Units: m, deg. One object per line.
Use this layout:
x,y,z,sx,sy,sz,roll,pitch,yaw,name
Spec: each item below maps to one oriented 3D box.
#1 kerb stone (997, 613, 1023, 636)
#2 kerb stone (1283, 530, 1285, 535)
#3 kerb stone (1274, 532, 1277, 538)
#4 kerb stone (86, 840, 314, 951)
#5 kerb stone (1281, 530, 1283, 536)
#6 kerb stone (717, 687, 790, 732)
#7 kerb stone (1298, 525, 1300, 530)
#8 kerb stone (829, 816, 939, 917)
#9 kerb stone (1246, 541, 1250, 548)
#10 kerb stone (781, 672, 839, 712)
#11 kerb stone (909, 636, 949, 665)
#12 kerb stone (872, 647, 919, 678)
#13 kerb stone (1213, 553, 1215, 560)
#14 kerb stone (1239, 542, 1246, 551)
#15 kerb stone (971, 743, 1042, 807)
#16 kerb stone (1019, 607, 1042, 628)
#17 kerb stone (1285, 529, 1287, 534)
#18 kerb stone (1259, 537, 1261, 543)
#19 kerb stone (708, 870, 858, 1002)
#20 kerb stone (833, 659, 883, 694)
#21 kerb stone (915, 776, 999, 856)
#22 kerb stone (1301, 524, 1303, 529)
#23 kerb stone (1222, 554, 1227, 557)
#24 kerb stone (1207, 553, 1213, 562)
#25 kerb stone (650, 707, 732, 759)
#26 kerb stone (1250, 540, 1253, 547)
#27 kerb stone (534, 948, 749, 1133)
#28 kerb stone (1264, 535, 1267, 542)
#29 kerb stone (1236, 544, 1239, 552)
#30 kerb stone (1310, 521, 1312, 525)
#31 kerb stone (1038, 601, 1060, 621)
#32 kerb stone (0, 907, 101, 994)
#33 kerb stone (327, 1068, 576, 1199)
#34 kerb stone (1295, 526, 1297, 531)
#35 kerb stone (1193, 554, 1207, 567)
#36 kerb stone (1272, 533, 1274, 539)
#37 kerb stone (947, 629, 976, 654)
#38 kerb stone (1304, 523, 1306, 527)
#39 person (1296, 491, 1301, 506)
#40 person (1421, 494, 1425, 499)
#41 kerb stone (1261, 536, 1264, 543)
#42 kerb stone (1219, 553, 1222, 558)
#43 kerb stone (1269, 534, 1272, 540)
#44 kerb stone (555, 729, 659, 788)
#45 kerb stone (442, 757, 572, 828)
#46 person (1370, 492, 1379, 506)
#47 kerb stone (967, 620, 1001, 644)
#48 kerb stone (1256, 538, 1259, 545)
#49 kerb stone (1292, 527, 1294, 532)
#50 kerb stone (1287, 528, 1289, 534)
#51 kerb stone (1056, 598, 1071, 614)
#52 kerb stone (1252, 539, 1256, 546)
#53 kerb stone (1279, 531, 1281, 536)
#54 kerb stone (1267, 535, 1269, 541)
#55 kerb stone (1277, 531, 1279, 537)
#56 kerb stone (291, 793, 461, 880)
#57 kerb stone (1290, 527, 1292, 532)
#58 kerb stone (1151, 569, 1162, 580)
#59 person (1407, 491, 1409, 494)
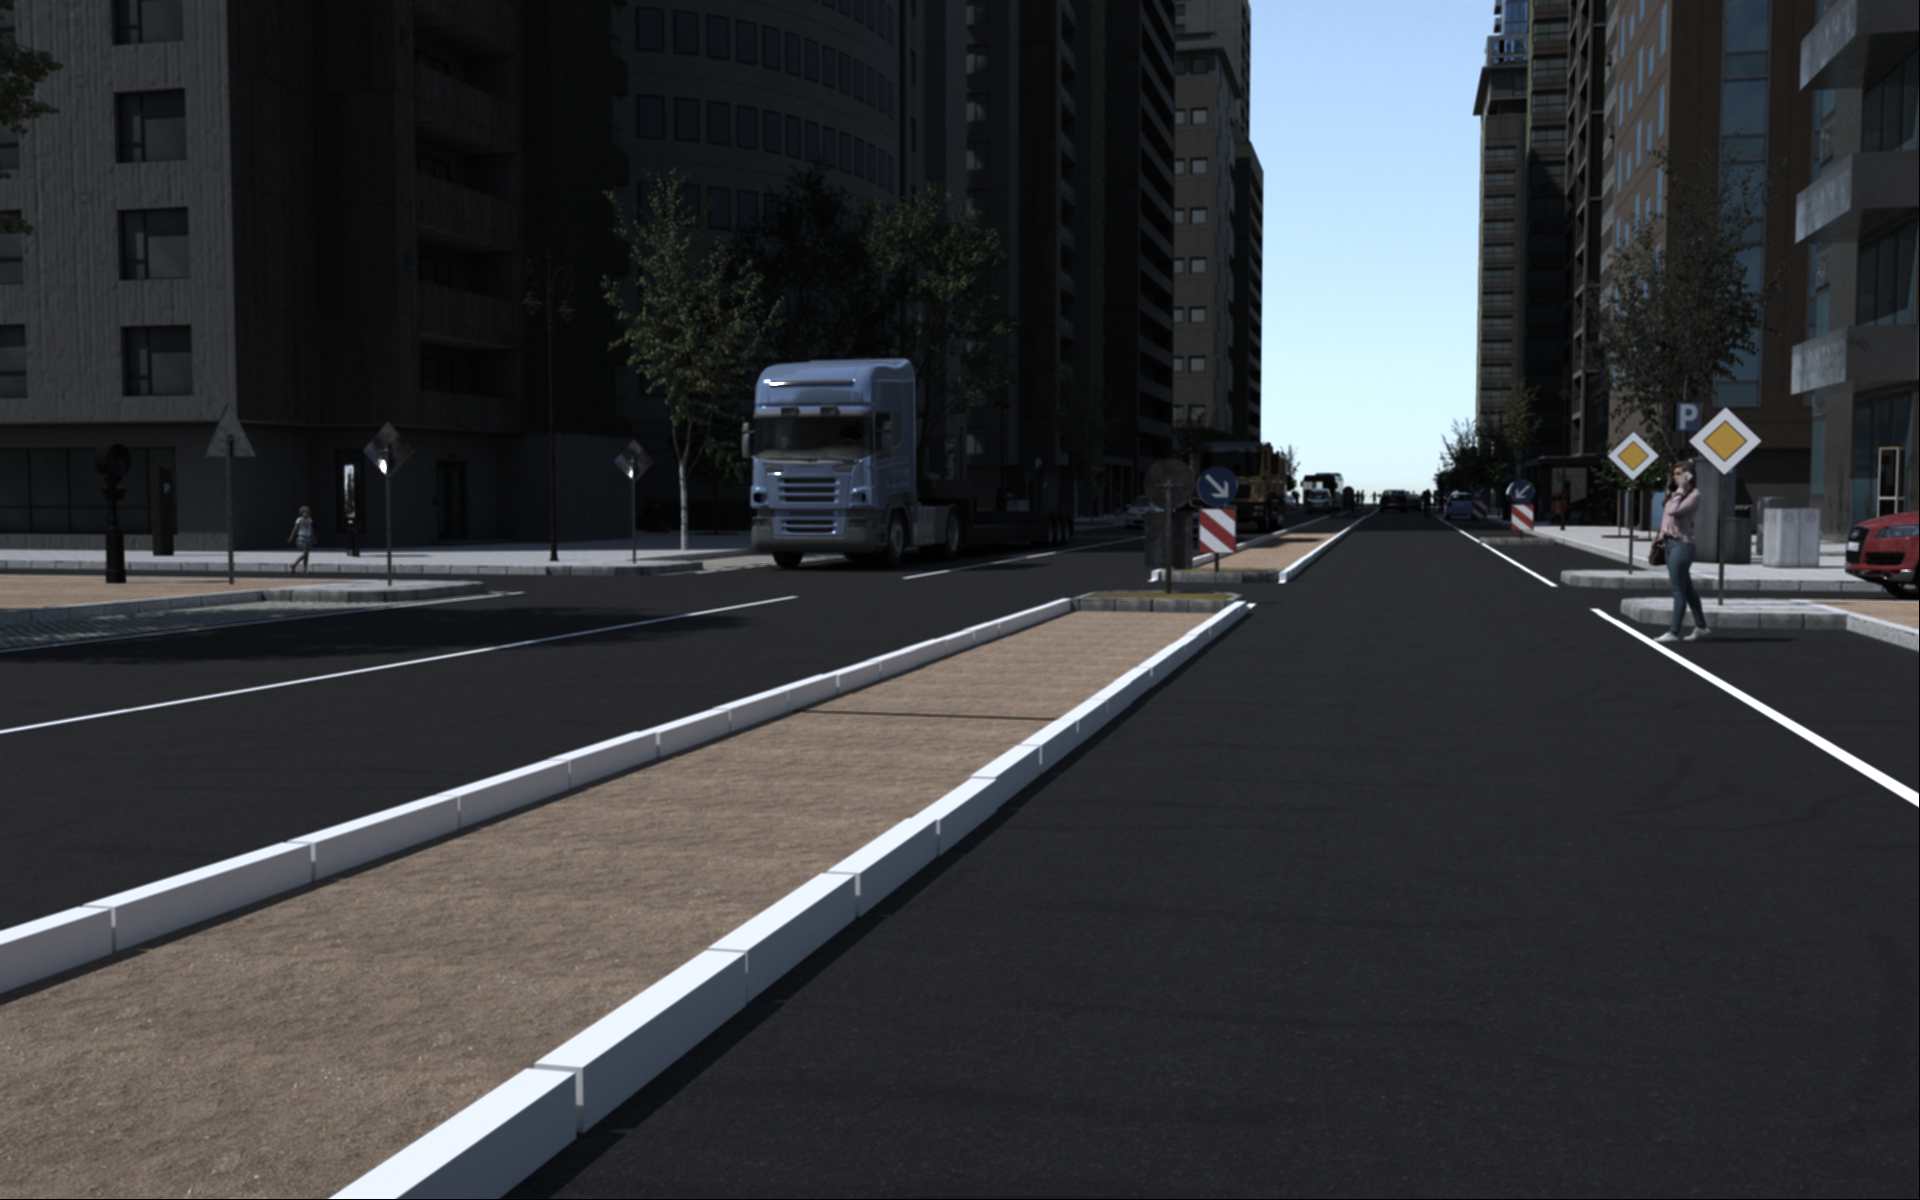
0.460,0.268,17.806,0.120,0.150,1.000,1,4,14,kerb stone
10.894,-2.256,59.083,0.120,0.150,1.000,1,4,14,kerb stone
9.900,-2.013,55.114,0.120,0.150,1.000,1,4,14,kerb stone
-2.560,0.998,5.882,0.120,0.150,1.000,1,4,14,kerb stone
10.645,-2.196,58.092,0.120,0.150,1.000,1,4,14,kerb stone
-1.306,0.694,10.844,0.120,0.150,1.000,1,4,14,kerb stone
13.160,-2.801,68.034,0.120,0.150,1.000,1,4,14,kerb stone
-0.274,0.968,6.362,0.120,0.150,1.000,1,4,14,kerb stone
7.388,-1.406,45.184,0.120,0.150,1.000,1,4,14,kerb stone
-1.058,0.634,11.837,0.120,0.150,1.000,1,4,14,kerb stone
-0.304,0.450,14.832,0.120,0.150,1.000,1,4,14,kerb stone
-0.543,0.512,13.828,0.120,0.150,1.000,1,4,14,kerb stone
5.372,-0.917,37.233,0.120,0.150,1.000,1,4,14,kerb stone
7.136,-1.345,44.190,0.120,0.150,1.000,1,4,14,kerb stone
0.225,0.847,8.348,0.120,0.150,1.000,1,4,14,kerb stone
0.707,0.208,18.798,0.120,0.150,1.000,1,4,14,kerb stone
11.148,-2.317,60.077,0.120,0.150,1.000,1,4,14,kerb stone
8.386,-1.649,49.161,0.120,0.150,1.000,1,4,14,kerb stone
-0.533,1.029,5.368,0.120,0.150,1.000,1,4,14,kerb stone
-0.795,0.577,12.836,0.120,0.150,1.000,1,4,14,kerb stone
-0.015,0.913,7.352,0.120,0.150,1.000,1,4,14,kerb stone
13.665,-2.925,70.023,0.120,0.150,1.000,1,4,14,kerb stone
5.877,-1.038,39.220,0.120,0.150,1.000,1,4,14,kerb stone
5.130,-0.859,36.240,0.120,0.150,1.000,1,4,14,kerb stone
-1.555,0.760,9.853,0.120,0.150,1.000,1,4,14,kerb stone
7.637,-1.464,46.175,0.120,0.150,1.000,1,4,14,kerb stone
-0.779,1.090,4.376,0.120,0.150,1.000,1,4,14,kerb stone
8.893,-1.771,51.147,0.120,0.150,1.000,1,4,14,kerb stone
6.637,-1.223,42.194,0.120,0.150,1.000,1,4,14,kerb stone
15.430,-3.349,76.973,0.120,0.150,1.000,1,4,14,kerb stone
0.956,0.149,19.802,0.120,0.150,1.000,1,4,14,kerb stone
-2.805,1.058,4.890,0.120,0.150,1.000,1,4,14,kerb stone
-1.033,1.152,3.377,0.120,0.150,1.000,1,4,14,kerb stone
12.661,-2.681,66.037,0.120,0.150,1.000,1,4,14,kerb stone
4.864,-0.798,35.244,0.120,0.150,1.000,1,4,14,kerb stone
9.645,-1.953,54.124,0.120,0.150,1.000,1,4,14,kerb stone
-0.055,0.398,15.824,0.120,0.150,1.000,1,4,14,kerb stone
14.175,-3.047,72.011,0.120,0.150,1.000,1,4,14,kerb stone
42.072,-12.693,216.112,1.350,1.814,0.705,-2,4,-33,person
60.150,-13.156,223.685,1.350,1.814,0.705,2,4,33,person
8.636,-1.710,50.152,0.120,0.150,1.000,1,4,14,kerb stone
5.620,-0.980,38.225,0.120,0.150,1.000,1,4,14,kerb stone
9.392,-1.892,53.130,0.120,0.150,1.000,1,4,14,kerb stone
-1.817,0.816,8.860,0.120,0.150,1.000,1,4,14,kerb stone
-2.063,0.878,7.868,0.120,0.150,1.000,1,4,14,kerb stone
50.082,-12.241,209.349,1.217,1.736,0.721,0,4,-2,person
0.201,0.329,16.817,0.120,0.150,1.000,1,4,14,kerb stone
8.137,-1.585,48.165,0.120,0.150,1.000,1,4,14,kerb stone
12.154,-2.558,64.047,0.120,0.150,1.000,1,4,14,kerb stone
11.404,-2.377,61.066,0.120,0.150,1.000,1,4,14,kerb stone
1.204,0.086,20.794,0.120,0.150,1.000,1,4,14,kerb stone
7.882,-1.525,47.168,0.120,0.150,1.000,1,4,14,kerb stone
10.397,-2.133,57.100,0.120,0.150,1.000,1,4,14,kerb stone
9.142,-1.831,52.139,0.120,0.150,1.000,1,4,14,kerb stone
10.148,-2.074,56.109,0.120,0.150,1.000,1,4,14,kerb stone
-2.308,0.937,6.875,0.120,0.150,1.000,1,4,14,kerb stone
11.909,-2.499,63.051,0.120,0.150,1.000,1,4,14,kerb stone
3.364,-0.432,29.282,0.120,0.150,1.000,1,4,14,kerb stone
47.902,-10.733,184.770,0.721,1.735,1.217,2,4,29,person
